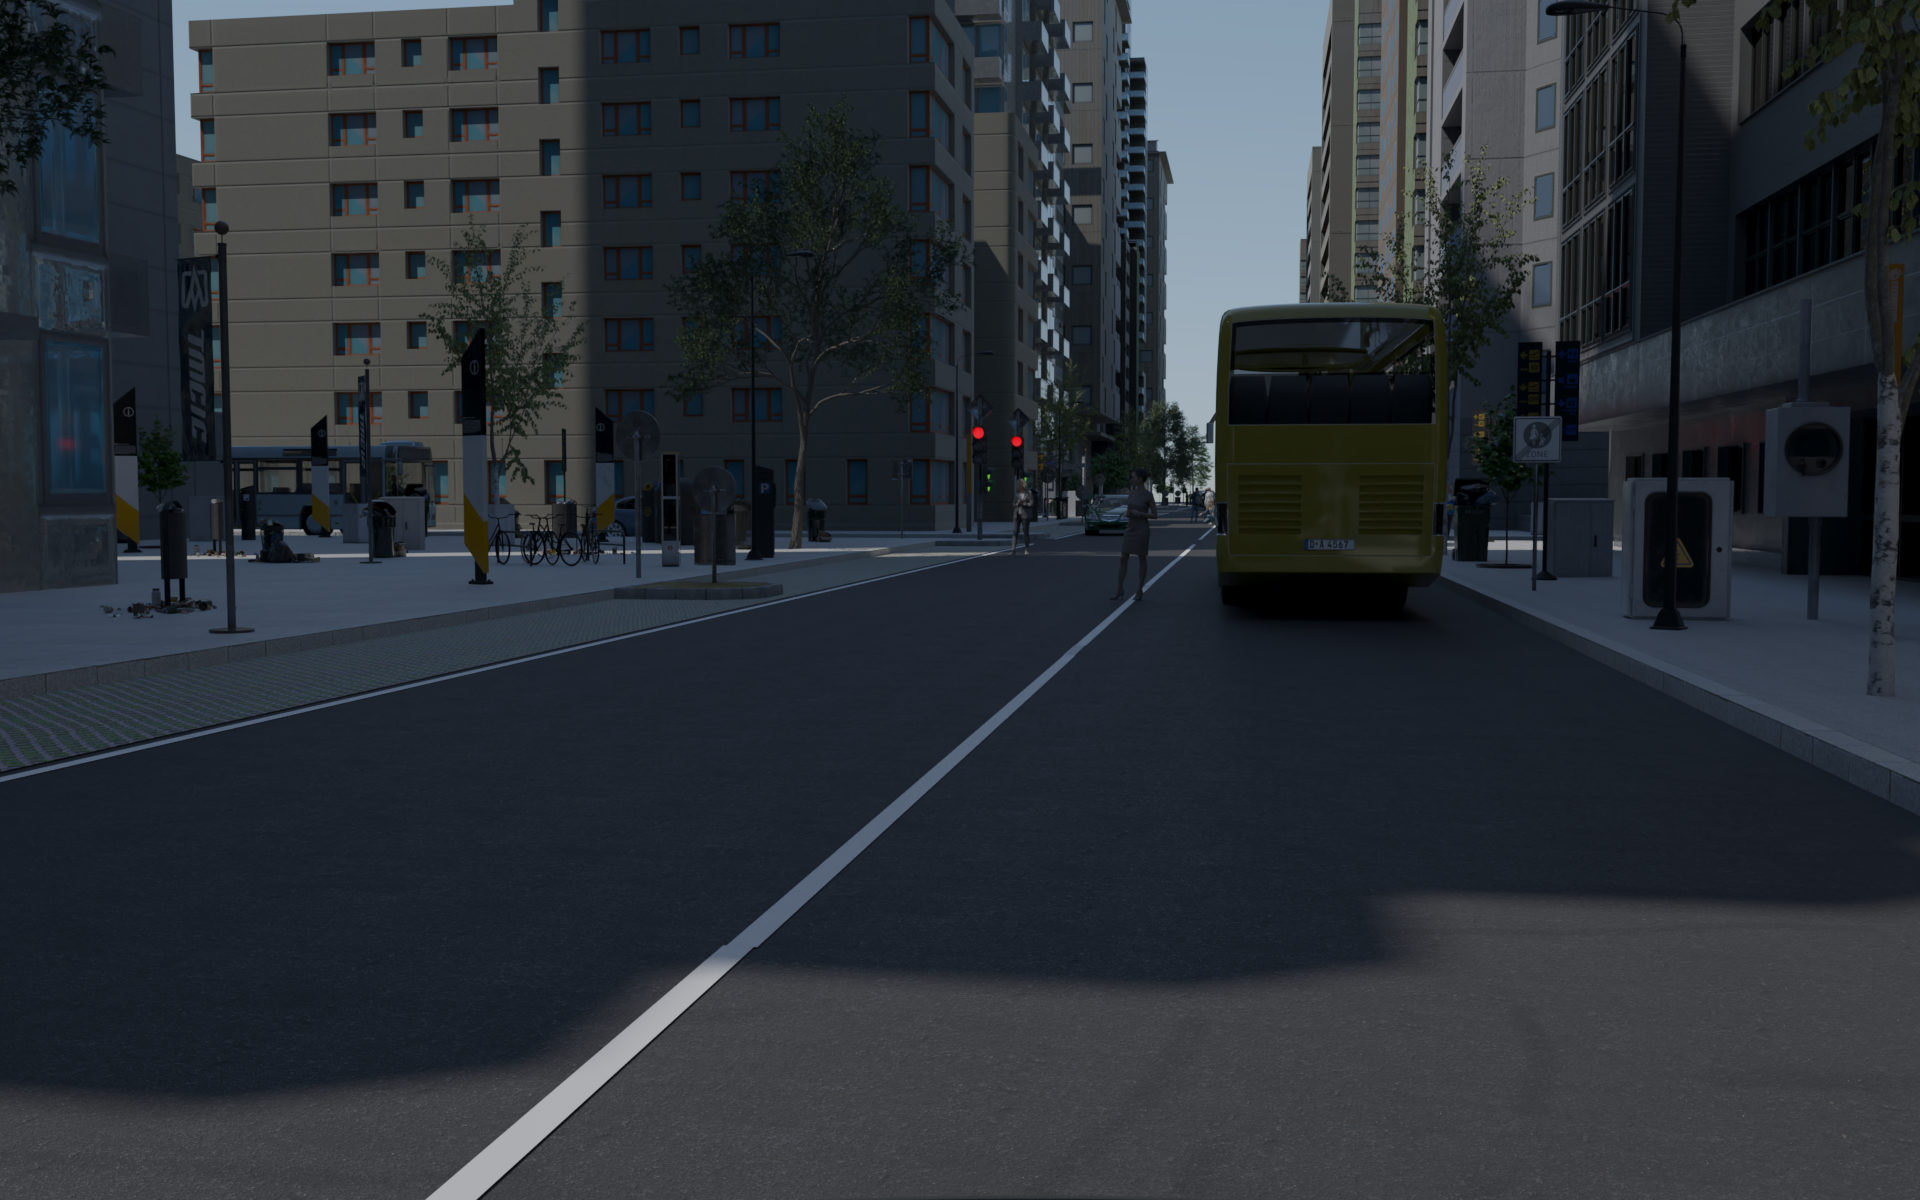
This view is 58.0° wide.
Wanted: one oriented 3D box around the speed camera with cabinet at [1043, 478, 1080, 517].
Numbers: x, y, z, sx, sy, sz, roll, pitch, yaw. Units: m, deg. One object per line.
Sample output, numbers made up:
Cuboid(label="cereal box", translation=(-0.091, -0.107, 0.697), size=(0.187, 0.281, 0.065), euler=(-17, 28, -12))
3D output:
Cuboid(label="speed camera with cabinet", translation=(5.627, -6.201, 95.729), size=(2.038, 3.252, 0.660), euler=(0, 4, 6))

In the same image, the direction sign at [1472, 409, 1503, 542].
Cuboid(label="direction sign", translation=(14.143, -3.324, 46.339), size=(0.876, 3.537, 0.379), euler=(2, 4, 25))

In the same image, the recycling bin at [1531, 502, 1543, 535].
Cuboid(label="recycling bin", translation=(18.366, -2.563, 54.453), size=(0.722, 1.027, 0.722), euler=(2, 4, 25))

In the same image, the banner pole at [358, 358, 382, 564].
Cuboid(label="banner pole", translation=(-11.054, -2.580, 32.199), size=(0.401, 3.779, 0.863), euler=(-2, 4, -34))

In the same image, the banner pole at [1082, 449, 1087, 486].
Cuboid(label="banner pole", translation=(6.939, -6.525, 96.698), size=(0.401, 3.779, 0.863), euler=(-1, 4, -17))

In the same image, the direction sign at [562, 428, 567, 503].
Cuboid(label="direction sign", translation=(-13.710, -4.162, 60.048), size=(0.379, 3.537, 0.876), euler=(0, 4, -5))

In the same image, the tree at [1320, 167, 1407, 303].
Cuboid(label="tree", translation=(10.057, -5.269, 36.515), size=(4.737, 8.622, 4.395), euler=(0, 3, 0))

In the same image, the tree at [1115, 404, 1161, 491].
Cuboid(label="tree", translation=(14.425, -11.798, 143.263), size=(4.737, 8.622, 4.395), euler=(0, 3, 0))

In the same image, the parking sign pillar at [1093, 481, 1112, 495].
Cuboid(label="parking sign pillar", translation=(10.430, -8.455, 126.710), size=(1.447, 3.967, 1.447), euler=(1, 4, 20))

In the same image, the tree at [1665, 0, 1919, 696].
Cuboid(label="tree", translation=(6.066, -3.687, 10.648), size=(4.737, 8.622, 4.395), euler=(0, 3, 0))

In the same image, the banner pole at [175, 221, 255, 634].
Cuboid(label="banner pole", translation=(-6.967, -1.595, 16.090), size=(0.863, 3.779, 0.401), euler=(2, 4, 29))

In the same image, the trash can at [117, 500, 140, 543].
Cuboid(label="trash can", translation=(-21.754, -2.049, 45.149), size=(0.748, 1.137, 0.748), euler=(0, 3, 0))

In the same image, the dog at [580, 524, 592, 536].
Cuboid(label="dog", translation=(-11.695, -2.163, 54.649), size=(0.406, 0.507, 0.540), euler=(1, 4, 9))

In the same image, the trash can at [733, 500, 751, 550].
Cuboid(label="trash can", translation=(-4.916, -1.738, 40.064), size=(0.748, 1.137, 0.748), euler=(0, 3, 0))

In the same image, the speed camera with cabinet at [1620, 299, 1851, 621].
Cuboid(label="speed camera with cabinet", translation=(7.885, -1.426, 17.657), size=(2.038, 3.252, 0.660), euler=(1, 4, 12))

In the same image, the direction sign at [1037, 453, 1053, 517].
Cuboid(label="direction sign", translation=(4.685, -6.303, 95.053), size=(0.876, 3.537, 0.379), euler=(0, 4, -5))

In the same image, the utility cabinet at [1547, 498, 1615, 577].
Cuboid(label="utility cabinet", translation=(9.602, -0.959, 26.847), size=(1.020, 1.237, 0.306), euler=(-1, 4, -12))

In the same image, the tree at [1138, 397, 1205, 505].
Cuboid(label="tree", translation=(24.195, -17.622, 205.129), size=(9.611, 12.733, 9.660), euler=(0, 3, 0))

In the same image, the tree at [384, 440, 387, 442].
Cuboid(label="tree", translation=(-20.166, -4.073, 61.191), size=(1.663, 3.219, 1.824), euler=(0, 3, 0))

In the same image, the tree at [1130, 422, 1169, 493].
Cuboid(label="tree", translation=(18.905, -13.486, 170.854), size=(4.360, 8.622, 3.978), euler=(0, 3, 0))

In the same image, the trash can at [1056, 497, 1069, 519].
Cuboid(label="trash can", translation=(5.300, -4.775, 89.723), size=(0.748, 1.137, 0.748), euler=(0, 3, 0))

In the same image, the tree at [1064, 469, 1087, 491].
Cuboid(label="tree", translation=(8.569, -8.253, 129.537), size=(1.663, 3.219, 1.824), euler=(0, 3, 0))

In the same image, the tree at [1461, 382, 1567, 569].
Cuboid(label="tree", translation=(9.674, -2.173, 30.125), size=(1.663, 3.219, 1.824), euler=(0, 3, 0))

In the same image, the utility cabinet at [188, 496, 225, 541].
Cuboid(label="utility cabinet", translation=(-20.389, -2.197, 47.079), size=(1.020, 1.237, 0.306), euler=(0, 4, -4))

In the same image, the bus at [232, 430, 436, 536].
Cuboid(label="bus", translation=(-22.969, -3.772, 56.538), size=(13.247, 3.499, 2.948), euler=(1, 4, 11))

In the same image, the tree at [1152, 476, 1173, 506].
Cuboid(label="tree", translation=(25.221, -13.505, 215.411), size=(1.663, 3.219, 1.824), euler=(0, 3, 0))

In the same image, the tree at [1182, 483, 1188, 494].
Cuboid(label="tree", translation=(34.724, -16.750, 268.465), size=(1.663, 3.219, 1.824), euler=(0, 3, 0))

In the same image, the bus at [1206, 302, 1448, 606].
Cuboid(label="bus", translation=(4.988, -2.054, 25.134), size=(2.896, 3.916, 12.252), euler=(1, 4, 8))

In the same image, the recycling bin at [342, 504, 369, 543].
Cuboid(label="recycling bin", translation=(-15.679, -2.009, 45.407), size=(0.722, 1.027, 0.722), euler=(2, 4, 34))

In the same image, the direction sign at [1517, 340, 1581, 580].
Cuboid(label="direction sign", translation=(8.733, -2.066, 25.780), size=(0.876, 3.537, 0.379), euler=(1, 4, 22))

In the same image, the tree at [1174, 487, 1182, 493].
Cuboid(label="tree", translation=(28.204, -14.497, 231.627), size=(1.663, 3.219, 1.824), euler=(0, 3, 0))

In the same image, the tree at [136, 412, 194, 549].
Cuboid(label="tree", translation=(-19.084, -2.838, 40.997), size=(1.663, 3.219, 1.824), euler=(0, 3, 0))

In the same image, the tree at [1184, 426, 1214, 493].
Cuboid(label="tree", translation=(38.498, -22.634, 288.198), size=(7.486, 12.596, 7.792), euler=(0, 3, 0))

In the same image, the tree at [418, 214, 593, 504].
Cuboid(label="tree", translation=(-12.236, -5.877, 46.457), size=(4.737, 8.622, 4.395), euler=(0, 3, 0))

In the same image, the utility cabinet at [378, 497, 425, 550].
Cuboid(label="utility cabinet", translation=(-12.844, -1.754, 39.840), size=(1.020, 1.237, 0.306), euler=(1, 4, 12))

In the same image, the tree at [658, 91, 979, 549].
Cuboid(label="tree", translation=(-3.557, -6.468, 40.159), size=(7.601, 10.594, 8.767), euler=(2, 4, 23))

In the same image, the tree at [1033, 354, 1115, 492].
Cuboid(label="tree", translation=(5.266, -8.625, 91.377), size=(4.737, 8.622, 4.395), euler=(0, 3, 0))

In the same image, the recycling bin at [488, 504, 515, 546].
Cuboid(label="recycling bin", translation=(-11.573, -1.867, 43.079), size=(0.722, 1.027, 0.722), euler=(2, 4, 24))

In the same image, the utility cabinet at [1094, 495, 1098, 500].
Cuboid(label="utility cabinet", translation=(8.663, -5.969, 108.749), size=(0.306, 1.237, 1.020), euler=(1, 4, 17))

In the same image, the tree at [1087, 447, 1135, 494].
Cuboid(label="tree", translation=(10.432, -8.314, 119.644), size=(4.285, 4.588, 4.351), euler=(0, 3, 0))
